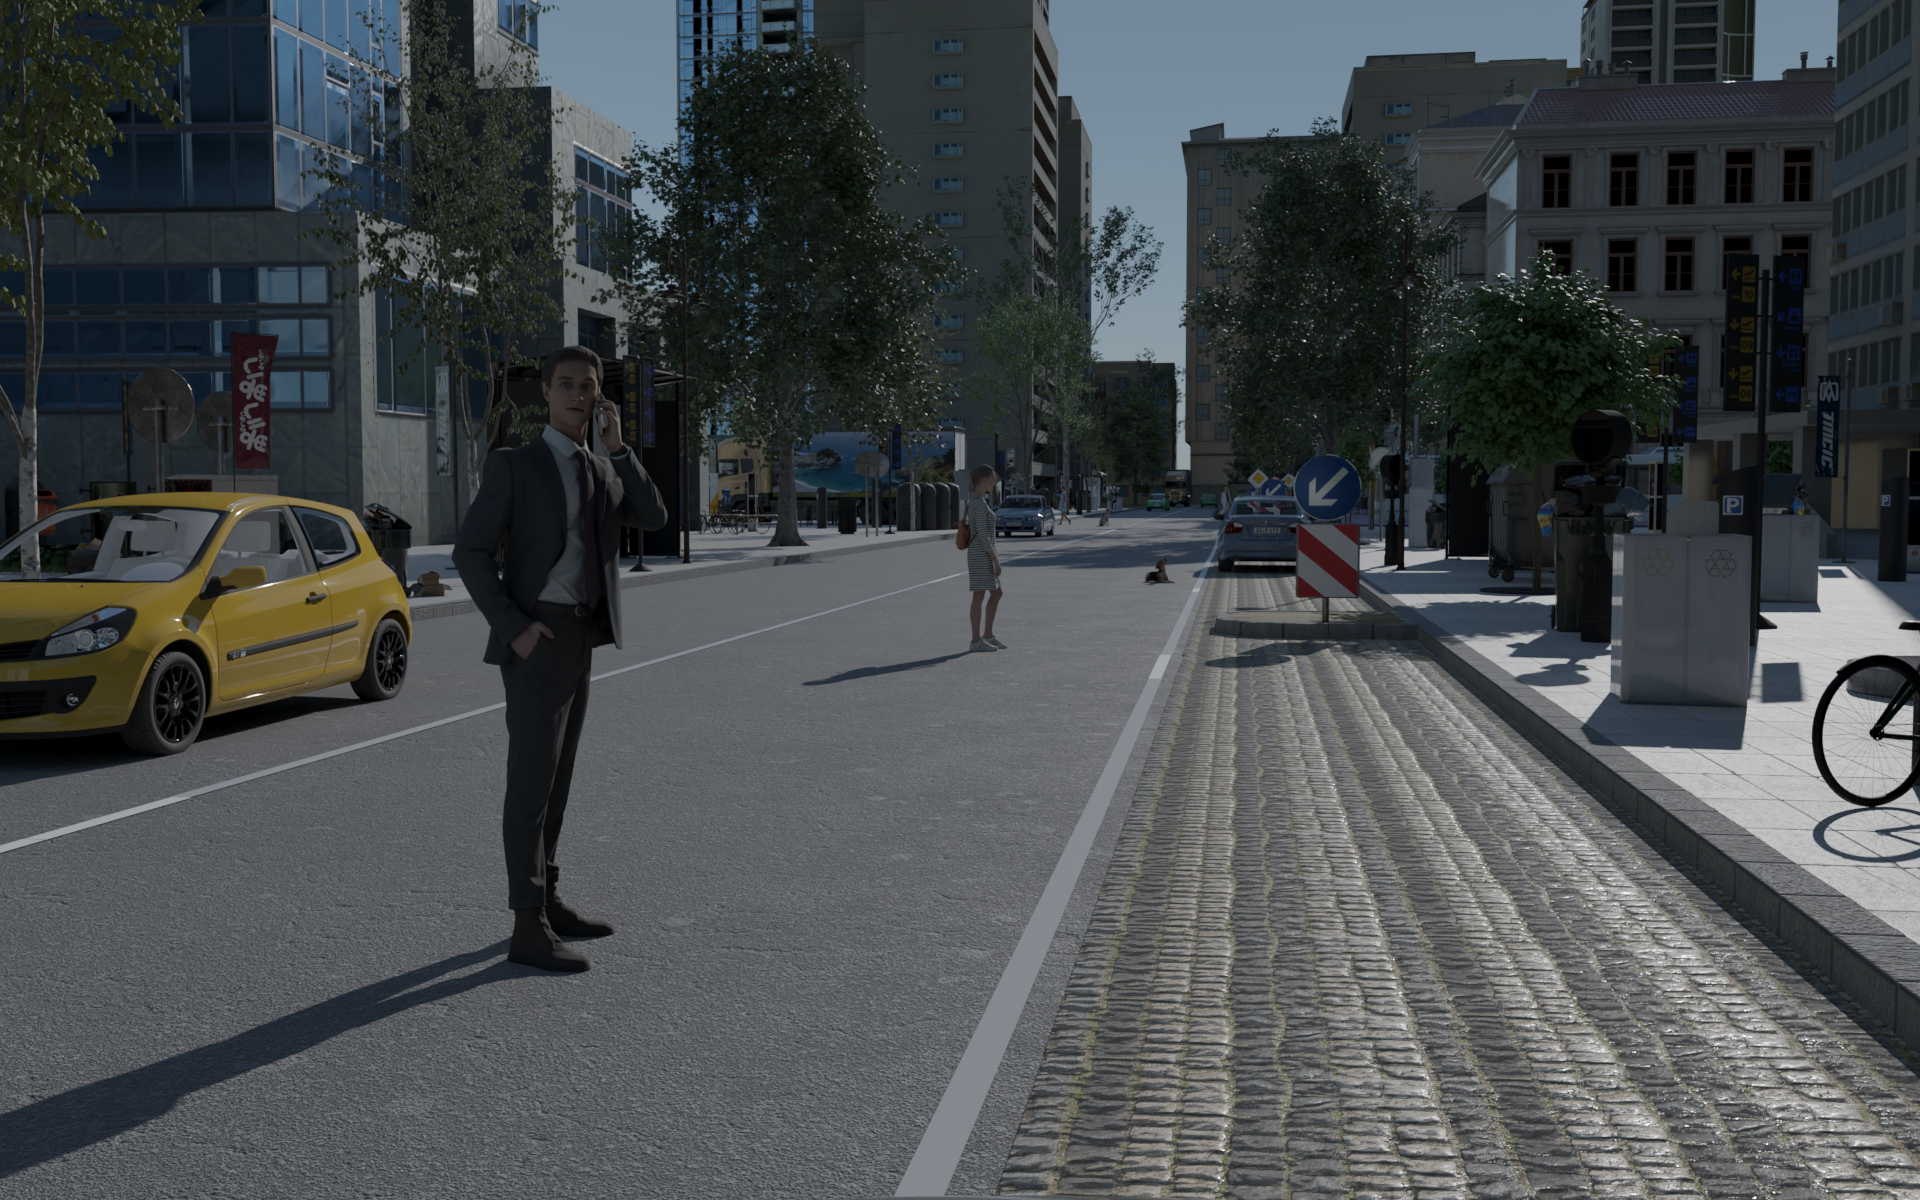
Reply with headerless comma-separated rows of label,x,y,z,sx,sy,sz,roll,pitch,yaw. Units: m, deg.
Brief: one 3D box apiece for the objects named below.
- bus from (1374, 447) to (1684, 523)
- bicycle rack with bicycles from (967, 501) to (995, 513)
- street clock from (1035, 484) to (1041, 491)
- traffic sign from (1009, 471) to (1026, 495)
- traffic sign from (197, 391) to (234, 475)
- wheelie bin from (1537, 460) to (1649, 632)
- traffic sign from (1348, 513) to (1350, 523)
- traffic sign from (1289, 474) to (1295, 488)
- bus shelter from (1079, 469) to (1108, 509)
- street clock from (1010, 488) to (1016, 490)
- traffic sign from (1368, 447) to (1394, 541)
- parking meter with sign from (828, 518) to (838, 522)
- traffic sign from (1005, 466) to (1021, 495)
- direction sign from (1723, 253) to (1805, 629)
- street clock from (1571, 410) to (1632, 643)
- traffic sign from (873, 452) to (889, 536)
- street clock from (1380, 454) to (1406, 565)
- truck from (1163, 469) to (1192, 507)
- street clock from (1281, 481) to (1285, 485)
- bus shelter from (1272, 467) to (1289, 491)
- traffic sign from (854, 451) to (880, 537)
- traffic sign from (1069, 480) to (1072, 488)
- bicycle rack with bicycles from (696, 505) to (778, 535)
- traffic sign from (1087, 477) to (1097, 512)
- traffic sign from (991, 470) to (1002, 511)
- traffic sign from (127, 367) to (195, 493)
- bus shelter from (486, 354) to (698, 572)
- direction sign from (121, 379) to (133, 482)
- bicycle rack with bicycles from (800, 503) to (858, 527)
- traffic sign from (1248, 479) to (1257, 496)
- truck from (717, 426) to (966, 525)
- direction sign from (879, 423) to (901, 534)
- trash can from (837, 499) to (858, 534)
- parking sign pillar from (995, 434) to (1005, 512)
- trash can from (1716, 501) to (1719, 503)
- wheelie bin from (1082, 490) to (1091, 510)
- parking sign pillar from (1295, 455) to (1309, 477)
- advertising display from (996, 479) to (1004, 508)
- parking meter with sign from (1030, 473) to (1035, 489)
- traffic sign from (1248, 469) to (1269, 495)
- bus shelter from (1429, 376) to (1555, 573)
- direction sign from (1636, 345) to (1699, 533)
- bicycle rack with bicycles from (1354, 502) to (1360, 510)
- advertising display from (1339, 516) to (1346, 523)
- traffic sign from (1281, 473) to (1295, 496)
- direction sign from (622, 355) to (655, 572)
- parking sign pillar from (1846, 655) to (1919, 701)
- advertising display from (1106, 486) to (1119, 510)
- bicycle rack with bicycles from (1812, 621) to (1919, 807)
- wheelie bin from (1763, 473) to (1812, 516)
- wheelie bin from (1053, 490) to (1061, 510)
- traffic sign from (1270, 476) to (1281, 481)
bus,22.339,-4.548,69.220,13.247,3.499,2.948,1,4,10
bicycle rack with bicycles,1.413,-4.738,90.847,2.925,0.926,2.852,1,4,23
street clock,5.709,-7.488,127.002,0.471,2.002,0.358,0,4,-5
traffic sign,2.542,-4.474,76.784,0.795,2.450,0.064,1,4,9
traffic sign,-9.115,-1.303,21.411,0.768,2.556,0.104,1,4,16
wheelie bin,5.912,-0.507,16.192,0.980,1.594,0.693,1,4,17
traffic sign,10.650,-2.830,47.450,0.795,2.450,0.064,1,4,10
traffic sign,19.106,-6.044,99.999,0.795,2.450,0.064,1,4,16
bus shelter,11.118,-9.183,144.069,2.014,3.302,5.546,1,4,9
street clock,3.811,-7.341,124.602,0.358,2.002,0.471,3,4,36
traffic sign,11.442,-2.869,47.011,0.768,2.556,0.104,1,4,14
parking meter with sign,-5.418,-5.198,81.249,1.738,3.016,0.543,-1,4,-22
traffic sign,2.390,-4.842,79.276,0.768,2.556,0.104,1,4,17
direction sign,7.628,-1.498,16.493,0.876,3.537,0.379,-1,4,-17
street clock,5.524,-0.636,14.967,0.358,2.002,0.471,-2,4,-28
traffic sign,-2.516,-3.202,52.466,0.768,2.556,0.104,1,4,13
street clock,7.781,-1.628,31.184,0.471,2.002,0.358,-3,4,-38
truck,25.051,-12.833,198.735,2.839,4.237,11.283,1,4,11
street clock,17.599,-5.510,94.660,0.358,2.002,0.471,1,4,21
bus shelter,25.310,-8.946,137.556,1.731,3.624,6.357,1,4,9
traffic sign,-2.772,-3.146,51.539,0.768,2.556,0.104,1,4,10
traffic sign,7.972,-7.697,127.974,0.606,2.300,0.079,1,4,10
bicycle rack with bicycles,-7.292,-2.590,55.736,2.852,0.926,2.925,3,5,43
traffic sign,9.538,-7.696,125.932,0.768,2.556,0.104,1,4,17
traffic sign,1.270,-3.991,68.901,0.795,2.450,0.064,1,4,9
traffic sign,-8.051,-1.060,17.435,0.768,2.556,0.104,1,4,12
bus shelter,-6.559,-2.467,31.619,1.731,3.624,6.357,1,4,9
direction sign,-16.571,-2.601,34.528,0.379,3.537,0.876,-1,4,-16
bicycle rack with bicycles,-5.332,-3.403,69.015,2.852,0.926,2.925,0,4,-4
traffic sign,12.850,-4.371,75.105,0.795,2.450,0.064,1,4,9
truck,-5.490,-5.188,73.744,11.283,4.237,2.839,1,4,11
direction sign,-2.245,-3.882,55.465,0.876,3.537,0.379,2,4,34
trash can,-3.612,-2.684,55.541,0.748,1.137,0.748,0,3,0
parking sign pillar,1.791,-5.488,78.201,1.447,3.967,1.447,0,4,2
trash can,15.859,-1.455,35.436,0.748,1.137,0.748,0,3,0
wheelie bin,10.042,-7.905,137.150,0.980,1.594,0.693,3,4,38
parking sign pillar,23.520,-7.919,117.943,1.447,3.967,1.447,-1,4,-12
advertising display,1.760,-4.350,76.341,0.123,1.923,0.974,-1,4,-13
parking meter with sign,6.154,-9.133,145.587,0.543,3.016,1.738,2,4,29
traffic sign,11.578,-3.889,67.222,0.795,2.450,0.064,1,4,9
bus shelter,9.609,-2.434,31.084,1.731,3.624,6.357,1,4,9
direction sign,10.801,-2.111,26.510,0.876,3.537,0.379,1,4,12
bicycle rack with bicycles,31.514,-7.739,139.910,2.852,0.926,2.925,-3,5,-41
advertising display,14.235,-3.680,65.374,0.123,1.923,0.974,-3,4,-36
traffic sign,18.303,-5.836,96.604,0.795,2.450,0.064,1,4,18
direction sign,-5.293,-2.239,28.612,0.379,3.537,0.876,1,4,23
parking sign pillar,6.506,-1.379,11.016,1.447,3.967,1.447,2,4,25
advertising display,12.052,-8.124,138.038,0.974,1.923,0.123,3,5,41
bicycle rack with bicycles,4.896,0.401,6.829,2.925,0.926,2.852,0,4,4
wheelie bin,12.638,-1.149,26.702,0.693,1.594,0.980,-2,4,-32
wheelie bin,7.906,-8.090,140.186,0.693,1.594,0.980,-3,4,-36
traffic sign,21.828,-7.336,120.056,0.768,2.556,0.104,1,4,10
